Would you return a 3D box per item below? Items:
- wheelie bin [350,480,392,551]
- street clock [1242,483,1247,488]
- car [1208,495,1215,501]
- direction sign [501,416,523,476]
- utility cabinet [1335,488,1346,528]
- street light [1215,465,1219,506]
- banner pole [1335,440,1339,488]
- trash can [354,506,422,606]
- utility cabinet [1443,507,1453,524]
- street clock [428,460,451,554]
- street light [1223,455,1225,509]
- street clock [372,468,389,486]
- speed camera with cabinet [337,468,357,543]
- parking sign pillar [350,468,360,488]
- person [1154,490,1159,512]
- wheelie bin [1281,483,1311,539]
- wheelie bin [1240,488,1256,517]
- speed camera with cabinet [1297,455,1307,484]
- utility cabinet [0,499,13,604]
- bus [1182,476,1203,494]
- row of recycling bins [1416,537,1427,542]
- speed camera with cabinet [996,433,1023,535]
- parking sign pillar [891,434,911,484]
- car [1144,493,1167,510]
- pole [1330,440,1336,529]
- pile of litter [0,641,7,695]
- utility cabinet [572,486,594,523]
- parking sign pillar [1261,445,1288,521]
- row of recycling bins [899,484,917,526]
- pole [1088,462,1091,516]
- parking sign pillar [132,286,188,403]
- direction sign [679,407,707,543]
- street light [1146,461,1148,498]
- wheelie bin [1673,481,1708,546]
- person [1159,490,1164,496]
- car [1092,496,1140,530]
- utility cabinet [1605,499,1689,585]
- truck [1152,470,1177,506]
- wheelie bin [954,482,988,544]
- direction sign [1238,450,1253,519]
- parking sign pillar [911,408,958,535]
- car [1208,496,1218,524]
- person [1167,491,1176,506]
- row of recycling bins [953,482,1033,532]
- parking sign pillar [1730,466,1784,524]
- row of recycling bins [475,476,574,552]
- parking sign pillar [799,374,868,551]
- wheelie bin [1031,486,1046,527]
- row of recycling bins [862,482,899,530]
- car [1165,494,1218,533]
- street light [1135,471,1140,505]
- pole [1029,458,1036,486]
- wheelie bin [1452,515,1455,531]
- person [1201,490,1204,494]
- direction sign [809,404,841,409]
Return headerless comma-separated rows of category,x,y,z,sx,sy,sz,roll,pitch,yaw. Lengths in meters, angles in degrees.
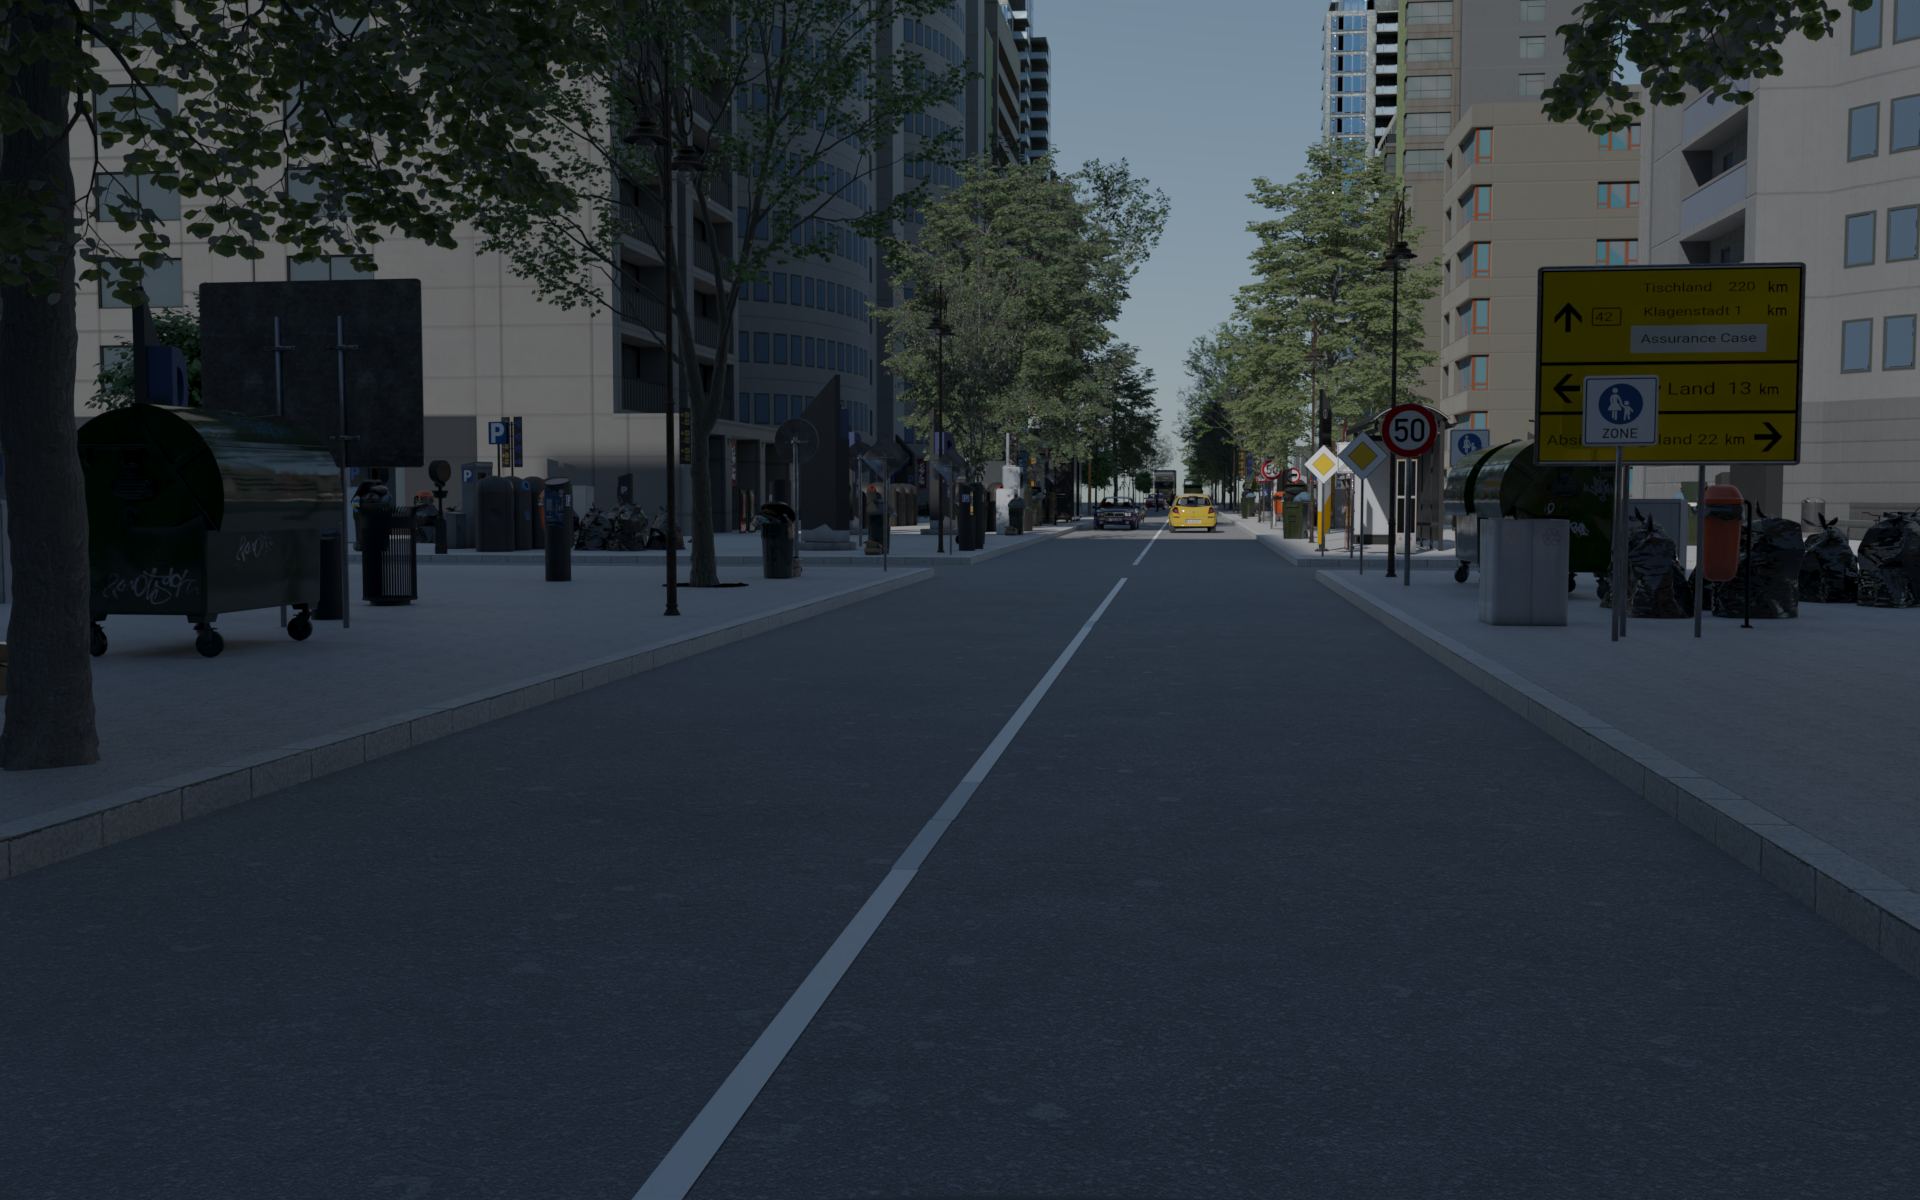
wheelie bin,-13.192,-1.898,38.933,0.693,1.594,0.980,1,4,21
street clock,17.862,-6.331,108.081,0.471,2.002,0.358,0,4,-7
car,18.032,-7.186,129.498,2.014,1.417,4.499,0,4,8
direction sign,-13.117,-3.594,50.763,0.876,3.537,0.379,2,4,34
utility cabinet,14.090,-3.406,64.365,1.173,1.500,0.318,-1,4,-12
street light,27.615,-12.981,185.030,0.468,5.910,1.993,0,4,7
banner pole,17.129,-5.470,79.455,0.863,3.779,0.401,-2,4,-35
trash can,-6.596,-0.512,20.018,0.748,1.137,0.748,0,3,0
utility cabinet,20.517,-3.911,72.616,0.318,1.500,1.173,-2,4,-31
street clock,-11.101,-1.984,37.002,0.358,2.002,0.471,1,4,22
street light,23.400,-11.029,153.111,0.468,5.910,1.993,0,4,7
street clock,-13.964,-2.275,41.766,0.358,2.002,0.471,-3,5,-44
speed camera with cabinet,-16.345,-3.152,45.876,0.660,3.252,2.038,-2,4,-31
parking sign pillar,-37.816,-7.186,105.970,1.447,3.967,1.447,-2,4,-33
person,15.604,-7.856,137.666,0.721,1.735,1.217,0,4,-7
wheelie bin,9.591,-2.540,49.443,0.980,1.594,0.693,2,4,28
wheelie bin,16.091,-5.434,96.749,0.693,1.594,0.980,-3,5,-42
speed camera with cabinet,16.407,-5.674,87.110,2.038,3.252,0.660,1,4,14
utility cabinet,-11.712,-0.559,20.297,1.020,1.237,0.306,-1,4,-11
bus,32.104,-15.123,238.802,2.896,3.916,12.252,0,4,7
row of recycling bins,12.501,-2.518,48.279,1.069,1.692,3.534,1,4,19
speed camera with cabinet,1.606,-3.738,55.459,0.660,3.252,2.038,1,4,11
parking sign pillar,-2.575,-5.459,77.719,1.447,3.967,1.447,-3,4,-38
car,17.884,-9.128,158.284,2.155,1.783,4.494,1,4,8
pole,13.673,-4.263,63.547,0.158,3.312,0.155,0,3,0
pile of litter,-6.491,0.163,11.306,1.176,0.858,1.719,1,4,8
utility cabinet,-10.304,-2.311,46.456,1.173,1.500,0.318,3,4,36
parking sign pillar,14.972,-5.743,82.368,1.447,3.967,1.447,-2,4,-34
row of recycling bins,-2.496,-3.816,69.507,1.069,1.692,3.534,1,4,16
pole,7.604,-6.599,101.732,0.158,3.312,0.155,0,3,0
parking sign pillar,-10.681,-2.124,23.204,1.447,3.967,1.447,-1,4,-14
direction sign,-7.007,-3.278,45.595,0.876,3.537,0.379,-3,5,-43
street light,24.458,-15.568,227.321,0.468,5.910,1.993,0,4,7
wheelie bin,18.224,-2.153,43.114,0.980,1.594,0.693,0,4,1
person,20.406,-10.204,175.198,0.709,1.838,0.599,2,4,28
car,6.364,-3.528,70.262,1.945,1.354,3.894,1,4,8
utility cabinet,9.466,-0.778,23.886,1.020,1.237,0.306,3,5,43
truck,23.979,-13.065,202.521,2.839,4.237,11.283,1,4,8
wheelie bin,0.279,-2.235,44.446,0.980,1.594,0.693,3,4,38
direction sign,14.780,-5.979,89.753,0.876,3.537,0.379,-2,4,-26
parking sign pillar,-0.539,-4.051,54.708,1.447,3.967,1.447,1,4,20
car,11.529,-4.355,83.781,1.945,1.354,3.894,0,4,6
person,19.940,-9.363,162.303,1.217,1.735,0.721,0,4,-8
row of recycling bins,0.868,-3.158,58.751,3.534,1.692,1.069,-2,4,-32
parking sign pillar,17.688,-3.057,38.461,1.447,3.967,1.447,-1,4,-11
row of recycling bins,-10.038,-2.003,39.858,1.069,1.692,3.534,1,4,16
parking sign pillar,-3.098,-3.132,39.685,1.447,3.967,1.447,-3,5,-43
wheelie bin,2.898,-3.691,68.254,0.980,1.594,0.693,1,4,16
row of recycling bins,-3.462,-3.122,58.164,1.069,1.692,3.534,2,4,27
car,8.694,-3.347,64.939,2.015,1.641,3.980,0,4,6
street light,20.297,-13.615,195.394,0.468,5.910,1.993,0,4,7
pole,3.575,-5.523,84.150,0.158,3.312,0.155,0,3,0
wheelie bin,17.367,-3.176,59.829,0.980,1.594,0.693,1,4,16
person,22.905,-9.485,163.576,0.705,1.824,1.348,-1,4,-10
direction sign,-3.393,-3.163,43.719,0.876,3.537,0.379,-2,4,-30
